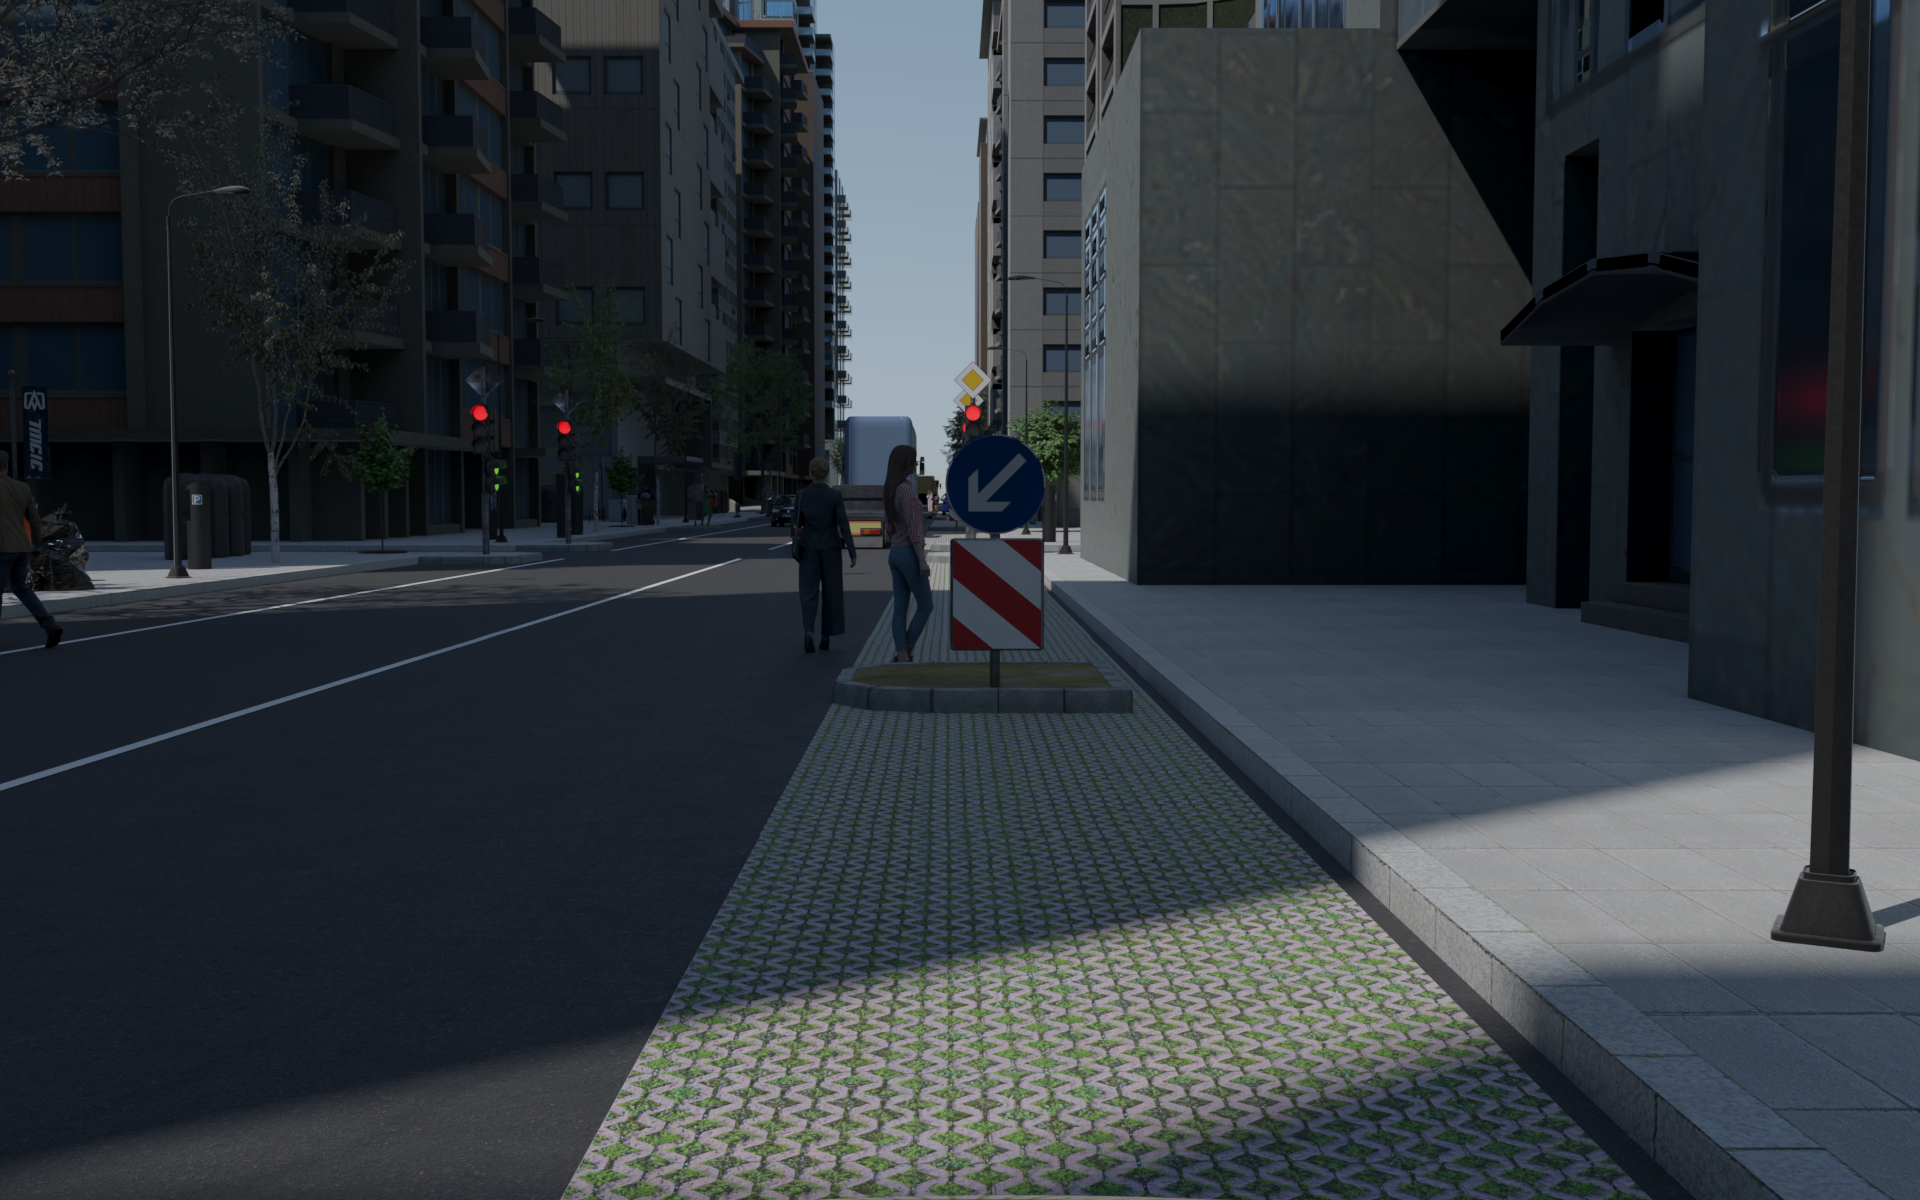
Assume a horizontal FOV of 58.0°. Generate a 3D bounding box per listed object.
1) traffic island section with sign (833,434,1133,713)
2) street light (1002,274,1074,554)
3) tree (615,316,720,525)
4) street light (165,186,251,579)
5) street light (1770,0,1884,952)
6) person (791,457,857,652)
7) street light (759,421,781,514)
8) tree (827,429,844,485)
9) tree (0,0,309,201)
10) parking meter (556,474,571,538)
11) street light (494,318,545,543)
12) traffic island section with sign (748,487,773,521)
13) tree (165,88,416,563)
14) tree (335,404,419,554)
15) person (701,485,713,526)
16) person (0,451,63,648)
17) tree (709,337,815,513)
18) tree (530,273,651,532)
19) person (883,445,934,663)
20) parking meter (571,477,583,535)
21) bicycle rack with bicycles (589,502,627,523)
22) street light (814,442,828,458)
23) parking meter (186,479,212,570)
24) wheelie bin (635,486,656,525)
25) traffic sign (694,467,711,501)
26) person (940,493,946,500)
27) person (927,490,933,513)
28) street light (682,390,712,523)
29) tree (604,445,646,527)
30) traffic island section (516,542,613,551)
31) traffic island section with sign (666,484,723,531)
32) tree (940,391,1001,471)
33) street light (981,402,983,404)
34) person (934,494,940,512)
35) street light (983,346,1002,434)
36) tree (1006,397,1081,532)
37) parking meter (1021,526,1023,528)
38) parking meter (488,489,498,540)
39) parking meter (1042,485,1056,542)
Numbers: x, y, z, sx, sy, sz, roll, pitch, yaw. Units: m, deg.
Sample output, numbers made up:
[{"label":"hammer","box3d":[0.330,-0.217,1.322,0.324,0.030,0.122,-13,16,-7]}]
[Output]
[{"label":"traffic island section with sign","box3d":[0.125,-0.218,12.190,1.989,1.847,2.006,0,4,0]},{"label":"street light","box3d":[1.716,-3.929,36.780,1.470,5.913,1.316,0,4,0]},{"label":"tree","box3d":[-12.466,-7.480,72.659,4.360,8.622,3.978,0,3,0]},{"label":"street light","box3d":[-11.397,-3.286,26.272,1.470,5.913,1.316,0,4,0]},{"label":"street light","box3d":[1.977,-1.976,4.850,1.470,5.913,1.316,0,4,0]},{"label":"person","box3d":[-1.254,-0.422,15.822,0.576,1.772,0.534,-1,4,-15]},{"label":"street light","box3d":[-12.077,-8.412,110.078,1.470,5.913,1.316,0,4,0]},{"label":"tree","box3d":[-13.262,-15.027,196.052,4.737,8.622,4.395,0,3,0]},{"label":"tree","box3d":[-12.663,-6.632,18.806,12.009,13.543,11.850,0,3,0]},{"label":"parking meter","box3d":[-11.628,-2.746,50.604,0.255,1.863,0.399,0,4,-1]},{"label":"street light","box3d":[-11.611,-4.476,45.728,1.470,5.913,1.316,0,4,0]},{"label":"traffic island section with sign","box3d":[-10.479,-5.244,94.365,1.989,1.847,2.006,0,4,0]},{"label":"tree","box3d":[-12.535,-4.984,31.847,4.360,8.622,3.978,0,3,0]},{"label":"tree","box3d":[-12.459,-2.622,37.467,1.663,3.219,1.824,0,3,0]},{"label":"person","box3d":[-10.519,-3.854,71.761,0.529,1.795,0.600,-1,4,-16]},{"label":"person","box3d":[-8.735,-0.462,15.965,0.836,1.842,0.656,-1,4,-14]},{"label":"tree","box3d":[-13.295,-11.616,115.672,9.928,11.665,9.643,0,3,0]},{"label":"tree","box3d":[-12.331,-6.598,58.239,4.737,8.622,4.395,0,3,0]},{"label":"person","box3d":[-0.404,-0.322,13.773,0.388,1.821,0.555,-3,4,-36]},{"label":"parking meter","box3d":[-12.060,-2.981,54.453,0.255,1.863,0.399,2,4,32]},{"label":"bicycle rack with bicycles","box3d":[-15.532,-3.970,78.285,2.852,0.926,2.925,0,4,0]},{"label":"street light","box3d":[-12.371,-11.083,153.742,1.470,5.913,1.316,0,4,0]},{"label":"parking meter","box3d":[-12.976,-1.291,29.523,0.372,1.533,0.369,0,3,0]},{"label":"wheelie bin","box3d":[-12.994,-3.889,71.496,0.693,1.594,0.980,-3,4,-39]},{"label":"traffic sign","box3d":[-12.069,-4.958,81.163,0.768,2.556,0.104,0,4,0]},{"label":"person","box3d":[-1.017,-8.125,141.299,1.348,1.831,0.705,1,4,20]},{"label":"person","box3d":[-2.286,-7.507,131.900,0.551,1.740,0.621,1,4,19]},{"label":"street light","box3d":[-11.777,-6.429,77.658,1.470,5.913,1.316,0,4,0]},{"label":"tree","box3d":[-13.142,-4.484,67.915,1.663,3.219,1.824,0,3,0]},{"label":"traffic island section","box3d":[-10.149,-1.378,44.818,2.009,0.180,2.903,0,4,0]},{"label":"traffic island section with sign","box3d":[-10.302,-3.595,67.411,1.989,1.847,2.006,0,4,0]},{"label":"tree","box3d":[2.460,-18.210,204.383,9.857,13.997,8.962,0,3,0]},{"label":"street light","box3d":[1.384,-7.009,87.131,1.470,5.913,1.316,0,4,0]},{"label":"person","box3d":[-1.827,-7.774,138.837,0.421,1.427,0.697,-1,4,-12]},{"label":"street light","box3d":[1.547,-5.012,54.485,1.470,5.913,1.316,0,4,0]},{"label":"tree","box3d":[2.970,-4.578,58.568,4.285,4.588,4.351,0,3,0]},{"label":"parking meter","box3d":[2.200,-3.696,66.147,0.255,1.863,0.399,3,5,44]},{"label":"parking meter","box3d":[-13.188,-2.460,48.631,0.372,1.533,0.369,0,3,0]},{"label":"parking meter","box3d":[2.377,-2.310,46.173,0.372,1.533,0.369,0,3,0]}]
